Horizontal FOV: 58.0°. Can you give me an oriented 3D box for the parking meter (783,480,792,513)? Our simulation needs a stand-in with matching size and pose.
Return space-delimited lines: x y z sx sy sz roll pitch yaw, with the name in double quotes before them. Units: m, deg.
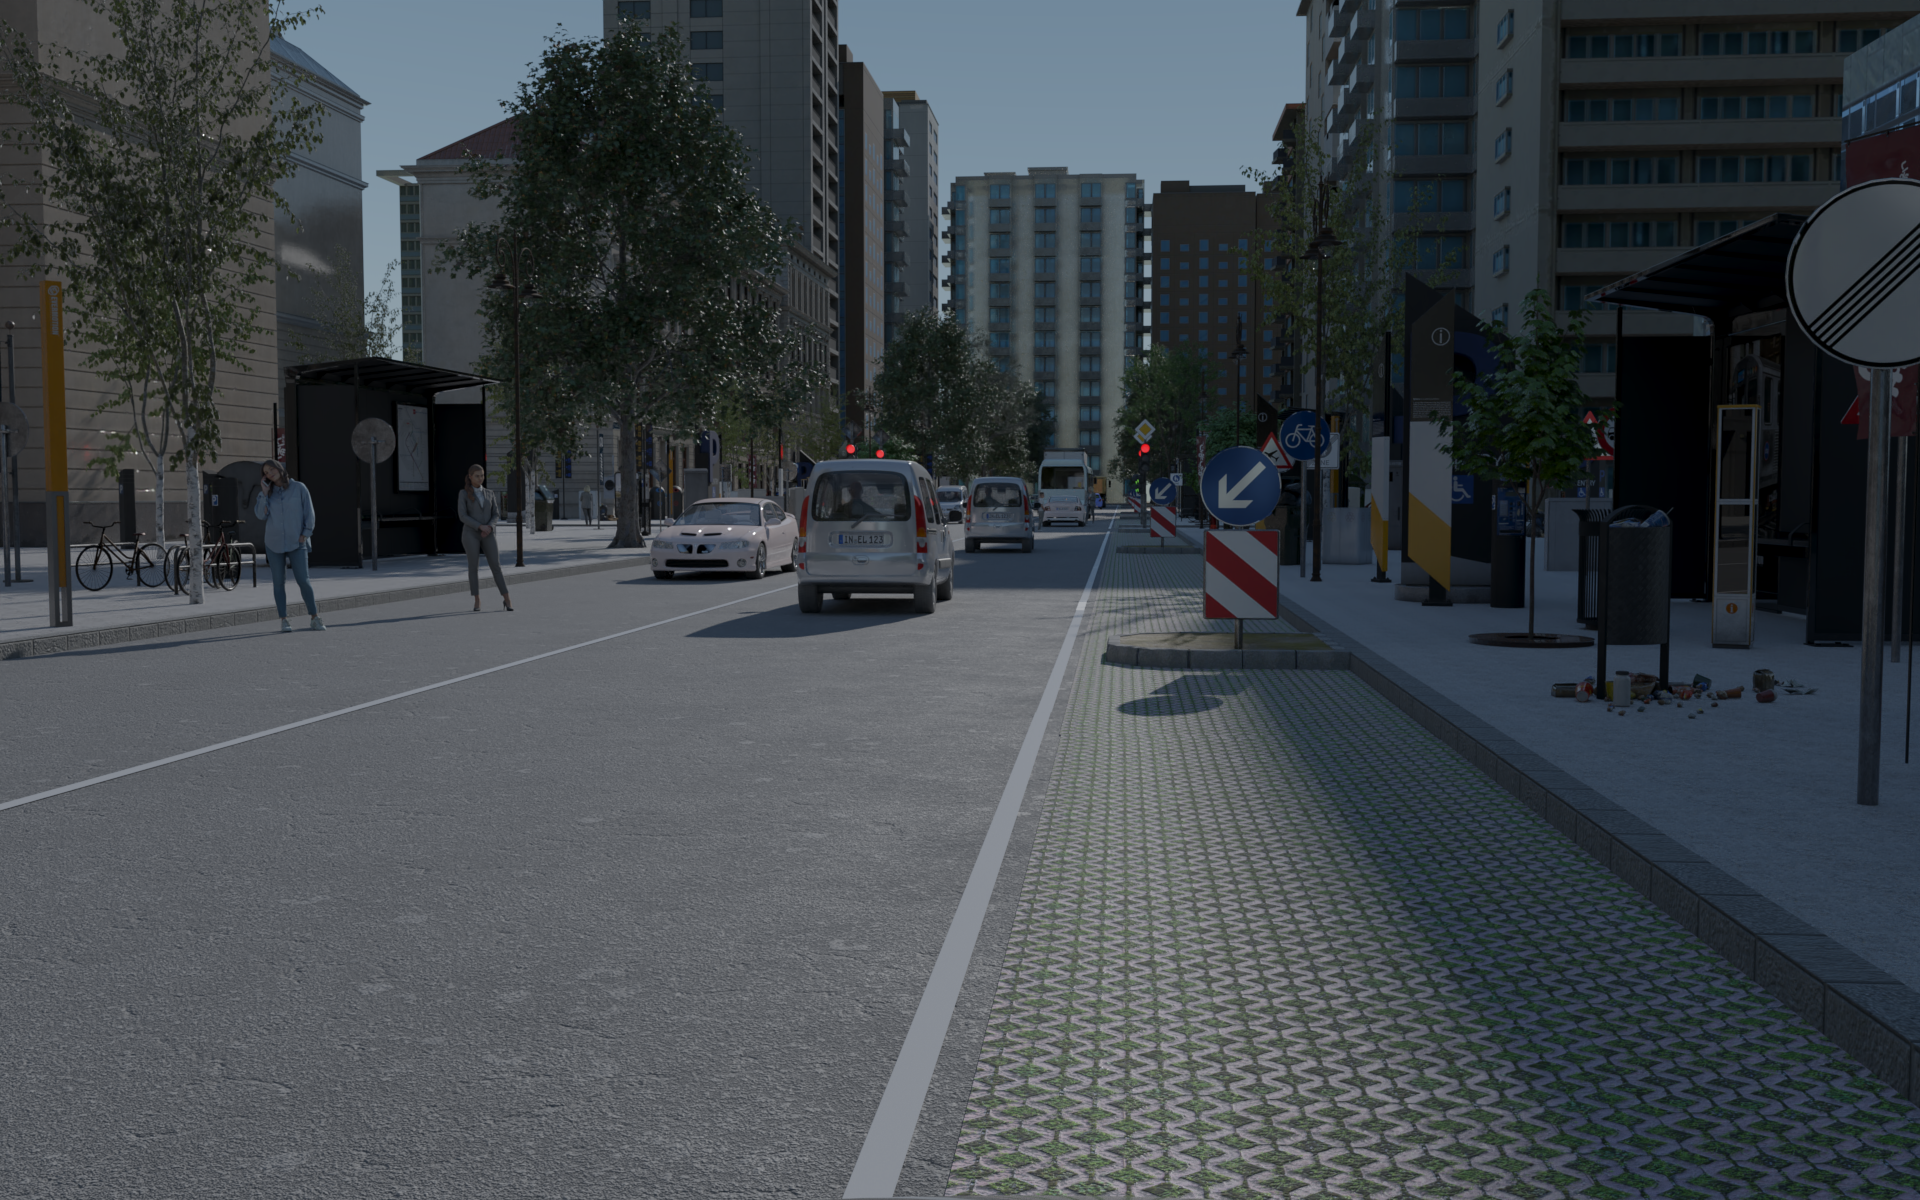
"parking meter" -6.701 -3.742 66.901 0.399 1.863 0.255 3 4 37

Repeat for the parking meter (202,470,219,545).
"parking meter" -18.058 -2.207 41.797 0.399 1.863 0.255 3 5 41

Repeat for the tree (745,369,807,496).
"tree" -11.112 -9.268 101.899 4.360 8.622 3.978 0 3 0

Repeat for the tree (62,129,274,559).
"tree" -15.834 -5.132 34.267 4.737 8.622 4.395 0 3 0

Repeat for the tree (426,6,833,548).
"tree" -7.955 -7.603 41.314 9.611 12.733 9.660 0 3 0

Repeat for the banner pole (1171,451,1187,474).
"banner pole" 12.818 -6.746 100.309 0.863 3.779 0.401 0 4 2

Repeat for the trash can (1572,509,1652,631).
"trash can" 6.167 -0.289 16.380 0.748 1.137 0.748 0 3 0

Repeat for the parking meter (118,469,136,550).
"parking meter" -19.334 -2.110 40.214 0.255 1.863 0.399 -3 5 -44

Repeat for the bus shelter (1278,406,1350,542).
"bus shelter" 9.924 -3.557 49.443 1.731 3.624 6.357 0 4 5

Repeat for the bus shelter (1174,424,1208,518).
"bus shelter" 12.928 -7.215 95.603 2.179 5.291 8.768 0 4 5

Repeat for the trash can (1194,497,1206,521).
"trash can" 11.672 -4.418 83.884 0.748 1.137 0.748 0 3 0

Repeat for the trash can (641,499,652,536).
"trash can" -9.781 -2.535 53.096 0.748 1.137 0.748 0 3 0

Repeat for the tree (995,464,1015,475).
"tree" 4.434 -13.536 171.680 4.737 8.622 4.395 0 3 0

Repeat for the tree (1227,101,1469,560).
"tree" 7.293 -5.064 33.163 4.737 8.622 4.395 0 3 0

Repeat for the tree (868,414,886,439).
"tree" -5.691 -11.899 144.902 4.360 8.622 3.978 0 3 0

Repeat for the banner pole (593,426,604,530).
"banner pole" -13.059 -4.456 62.873 0.401 3.779 0.863 0 4 7

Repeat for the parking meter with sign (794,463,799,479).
"parking meter with sign" -9.483 -6.193 97.519 0.543 3.016 1.738 -1 4 -16

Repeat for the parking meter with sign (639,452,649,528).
"parking meter with sign" -12.197 -4.281 66.256 0.543 3.016 1.738 0 4 3

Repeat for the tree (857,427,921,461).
"tree" -3.616 -6.203 85.126 4.285 4.588 4.351 0 3 0

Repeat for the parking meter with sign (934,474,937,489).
"parking meter with sign" -1.235 -8.890 141.610 1.738 3.016 0.543 -1 4 -18

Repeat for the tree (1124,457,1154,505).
"tree" 23.085 -16.852 209.937 7.601 10.594 8.767 0 4 -3

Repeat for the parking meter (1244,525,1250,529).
"parking meter" 10.250 -3.469 62.428 0.399 1.863 0.255 -1 4 -17

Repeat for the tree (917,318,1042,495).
"tree" 0.484 -12.830 120.132 12.009 13.543 11.850 0 3 0

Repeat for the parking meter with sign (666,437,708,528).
"parking meter with sign" -7.829 -3.373 51.414 1.738 3.016 0.543 -1 4 -12

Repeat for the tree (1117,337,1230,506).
"tree" 14.273 -11.643 116.112 9.928 11.665 9.643 0 3 0

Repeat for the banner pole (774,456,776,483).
"banner pole" -12.108 -7.541 113.313 0.401 3.779 0.863 0 4 -4

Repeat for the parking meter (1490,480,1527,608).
"parking meter" 6.198 -0.682 19.561 0.372 1.533 0.369 0 3 0

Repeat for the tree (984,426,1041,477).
"tree" 6.767 -16.395 202.467 7.601 10.594 8.767 1 4 21

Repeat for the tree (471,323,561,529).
"tree" -15.820 -6.958 64.131 4.360 8.622 3.978 0 3 0

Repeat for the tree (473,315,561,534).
"tree" -13.663 -6.421 55.353 4.737 8.622 4.395 0 3 0

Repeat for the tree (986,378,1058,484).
"tree" 6.253 -17.328 189.966 9.857 13.997 8.962 0 3 0

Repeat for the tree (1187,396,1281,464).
"tree" 9.354 -4.560 58.275 4.285 4.588 4.351 0 3 0

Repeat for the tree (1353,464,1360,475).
"tree" 21.201 -6.052 93.558 1.663 3.219 1.824 0 3 0

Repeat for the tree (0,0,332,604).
"tree" -9.074 -4.247 19.801 4.360 8.622 3.978 0 3 0

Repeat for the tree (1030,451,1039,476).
"tree" 1.992 -14.153 148.404 9.611 12.733 9.660 0 3 0

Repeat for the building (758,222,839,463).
"building" -16.783 -18.978 139.175 11.050 23.489 19.941 0 4 5

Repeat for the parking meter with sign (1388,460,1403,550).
"parking meter with sign" 9.940 -2.654 39.653 1.738 3.016 0.543 3 5 42

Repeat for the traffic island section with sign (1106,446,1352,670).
"traffic island section with sign" 2.273 -0.391 15.027 1.989 1.847 2.006 0 4 5

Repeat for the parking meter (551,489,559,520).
"parking meter" -20.343 -4.812 87.093 0.372 1.533 0.369 0 3 0

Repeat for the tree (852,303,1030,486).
"tree" -1.905 -11.428 103.858 9.611 12.733 9.660 0 3 0

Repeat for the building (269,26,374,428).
"building" -45.563 -19.061 97.558 20.117 28.700 13.634 0 4 5

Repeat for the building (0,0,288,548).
"building" -33.222 -15.310 47.575 25.104 27.353 12.463 0 4 5

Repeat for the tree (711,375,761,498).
"tree" -13.073 -8.979 97.170 4.737 8.622 4.395 0 3 0

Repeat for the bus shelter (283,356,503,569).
"bus shelter" -10.517 -2.534 32.716 1.731 3.624 6.357 0 4 5

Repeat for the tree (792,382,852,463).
"tree" -8.913 -9.999 113.841 4.737 8.622 4.395 0 3 0

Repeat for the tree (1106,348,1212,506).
"tree" 15.873 -13.369 135.588 9.611 12.733 9.660 0 3 0

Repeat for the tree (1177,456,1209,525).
"tree" 10.845 -5.072 77.535 1.663 3.219 1.824 0 3 0

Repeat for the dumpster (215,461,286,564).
"dumpster" -12.323 -1.541 30.954 1.264 1.857 1.865 0 4 5

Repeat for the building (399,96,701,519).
"building" -21.982 -16.084 99.134 11.583 22.565 21.152 0 4 5

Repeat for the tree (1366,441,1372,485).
"tree" 21.629 -6.260 86.065 4.285 4.588 4.351 0 3 0

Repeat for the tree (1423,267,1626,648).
"tree" 5.035 -1.240 14.868 1.663 3.219 1.824 0 3 0

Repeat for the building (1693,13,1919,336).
"building" 30.575 -43.913 30.652 22.319 86.520 31.000 0 4 5

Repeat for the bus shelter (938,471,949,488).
"bus shelter" -0.717 -8.612 134.736 2.014 3.302 5.546 0 4 5

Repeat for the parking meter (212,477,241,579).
"parking meter" -11.146 -1.094 26.300 0.372 1.533 0.369 0 3 0

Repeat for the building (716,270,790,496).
"building" -18.740 -15.609 119.829 10.561 19.102 19.286 0 4 5

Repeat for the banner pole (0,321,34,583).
"banner pole" -13.820 -2.135 24.920 0.401 3.779 0.863 2 4 24

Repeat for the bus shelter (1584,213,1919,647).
"bus shelter" 7.969 -1.605 17.520 1.731 3.624 6.357 0 4 5
